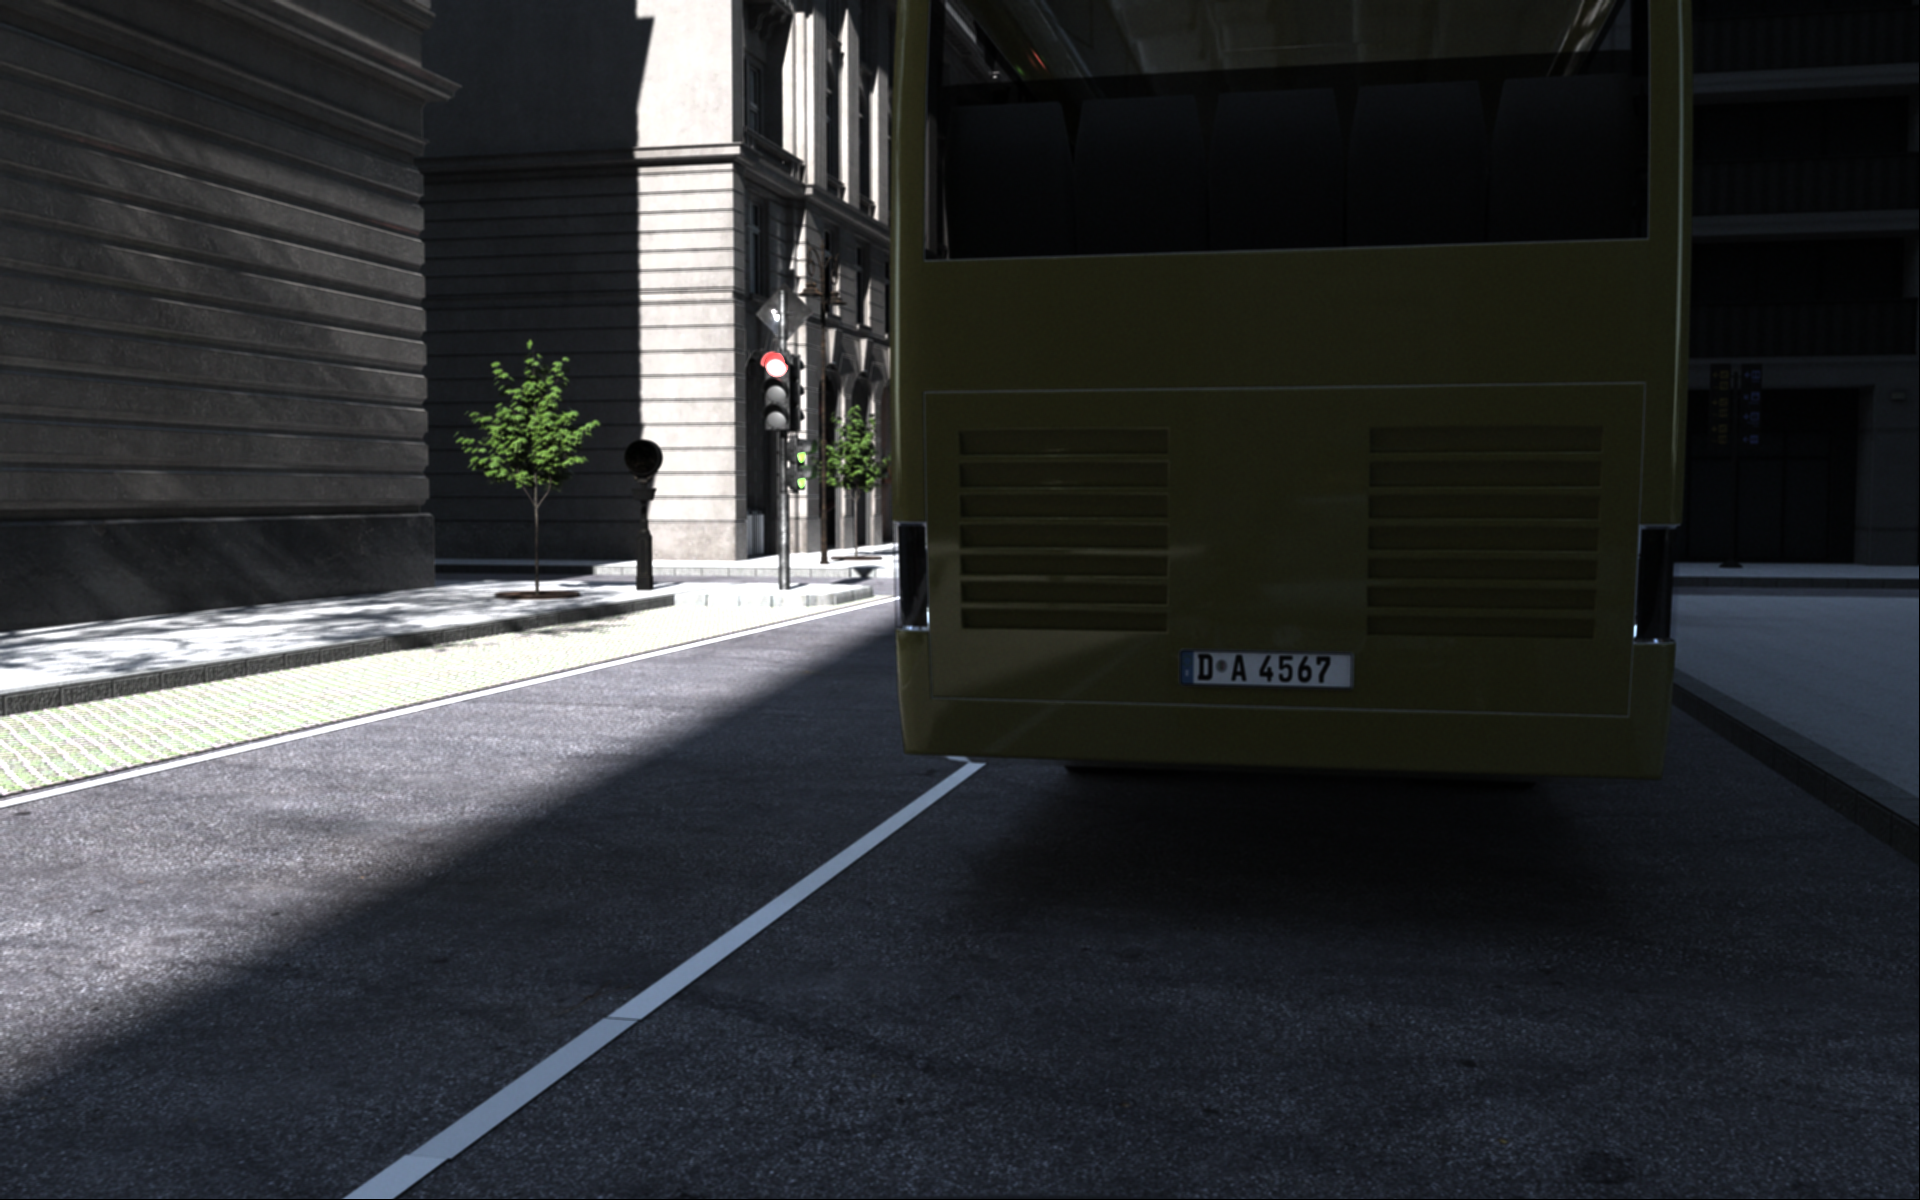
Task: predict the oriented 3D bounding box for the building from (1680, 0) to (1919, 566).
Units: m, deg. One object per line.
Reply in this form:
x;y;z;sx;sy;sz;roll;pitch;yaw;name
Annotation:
23.964;-36.652;37.512;20.611;71.187;20.563;1;4;13;building

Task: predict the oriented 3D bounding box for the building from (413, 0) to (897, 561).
-7.461;-12.423;44.912;13.314;21.916;24.055;1;4;13;building

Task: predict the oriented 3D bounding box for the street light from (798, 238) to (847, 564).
-2.487;-3.595;31.564;0.468;5.910;1.993;1;4;13;street light

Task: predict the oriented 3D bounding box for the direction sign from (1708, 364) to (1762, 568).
13.467;-2.334;30.151;0.876;3.537;0.379;0;4;2;direction sign

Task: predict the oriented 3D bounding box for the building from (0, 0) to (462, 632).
-17.278;-11.717;20.449;19.941;23.489;11.050;1;4;13;building

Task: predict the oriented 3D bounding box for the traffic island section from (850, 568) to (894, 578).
-0.618;-0.535;31.028;2.009;0.180;2.903;1;4;13;traffic island section

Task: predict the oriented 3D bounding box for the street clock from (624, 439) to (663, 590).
-4.217;-1.134;23.108;0.471;2.002;0.358;0;4;3;street clock

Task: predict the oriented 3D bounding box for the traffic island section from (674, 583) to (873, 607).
-2.375;-0.059;23.238;2.009;0.180;2.903;1;4;13;traffic island section

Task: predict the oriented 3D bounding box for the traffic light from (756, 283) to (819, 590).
-2.338;-2.090;23.094;0.839;4.253;0.868;1;4;13;traffic light

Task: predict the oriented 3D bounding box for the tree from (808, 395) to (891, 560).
-1.945;-2.411;34.016;1.663;3.219;1.824;0;3;0;tree

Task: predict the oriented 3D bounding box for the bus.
2.316;-1.215;11.418;2.896;3.916;12.252;1;4;13;bus

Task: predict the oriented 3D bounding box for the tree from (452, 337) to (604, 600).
-5.307;-1.652;21.606;1.663;3.219;1.824;0;3;0;tree
